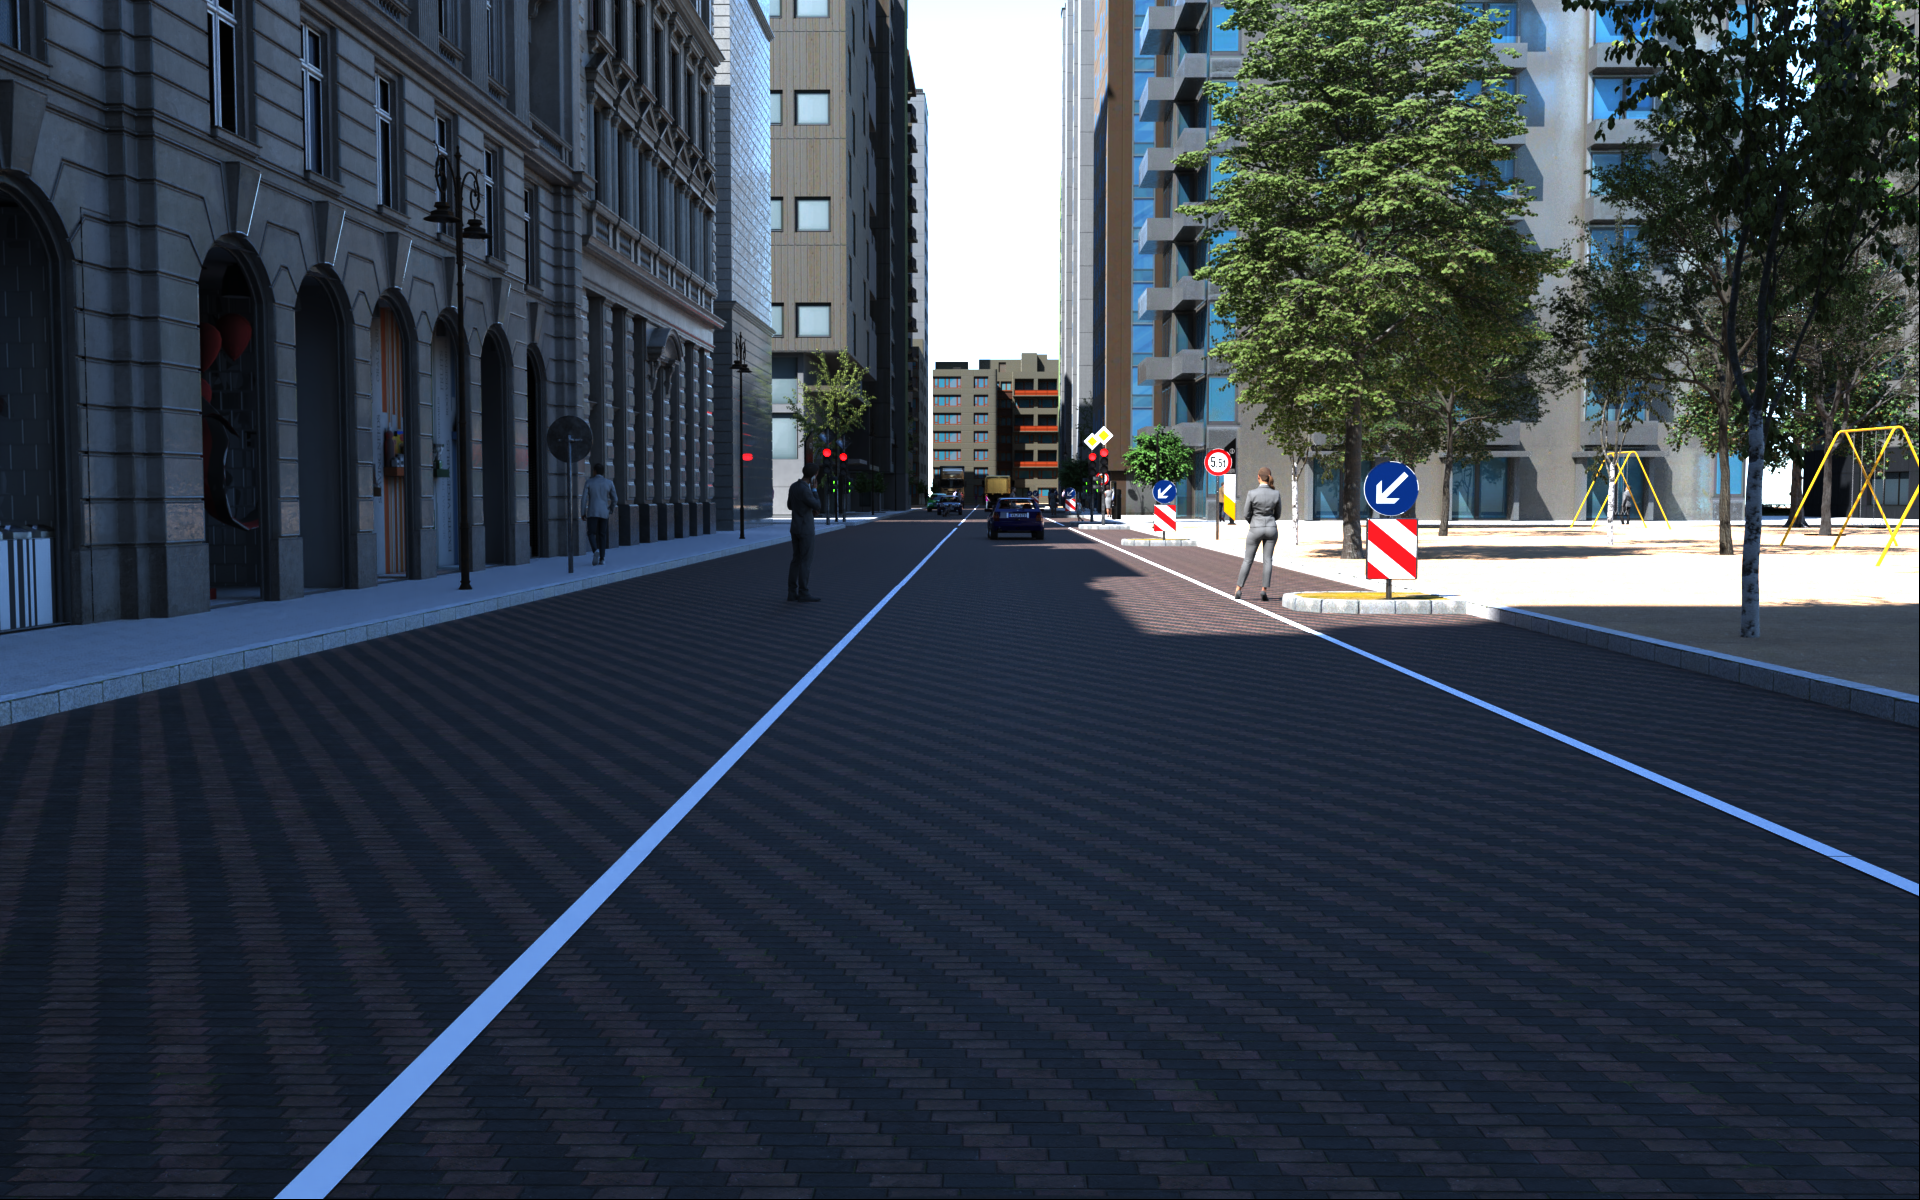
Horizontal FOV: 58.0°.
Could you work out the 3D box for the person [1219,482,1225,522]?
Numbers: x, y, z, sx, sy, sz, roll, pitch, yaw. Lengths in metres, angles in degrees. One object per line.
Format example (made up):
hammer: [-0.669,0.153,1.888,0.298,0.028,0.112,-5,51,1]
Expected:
person: [12.095,-4.508,79.653,0.656,1.842,0.836,0,4,8]

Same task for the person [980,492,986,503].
person: [3.145,-13.275,226.074,1.217,1.766,0.721,-1,4,-8]

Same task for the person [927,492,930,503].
person: [-4.383,-13.819,232.000,0.705,1.821,1.348,-3,4,-39]

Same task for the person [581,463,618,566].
person: [-6.512,-1.554,31.301,0.661,1.843,0.795,-1,4,-22]

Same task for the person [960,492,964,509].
person: [0.115,-9.623,167.313,0.593,1.643,0.415,-3,5,-40]

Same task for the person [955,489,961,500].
person: [-0.179,-7.875,137.127,0.514,1.842,0.818,0,4,4]

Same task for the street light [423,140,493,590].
street light: [-6.656,-3.079,23.134,0.468,5.910,1.993,0,4,1]

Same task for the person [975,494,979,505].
person: [1.996,-12.579,217.393,0.991,1.433,0.599,-1,4,-16]

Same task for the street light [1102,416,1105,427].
street light: [8.464,-7.920,102.273,0.468,5.910,1.993,0,4,1]

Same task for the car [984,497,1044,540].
car: [1.773,-2.646,55.835,1.945,1.354,3.894,0,4,-1]

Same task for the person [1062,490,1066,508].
person: [9.916,-9.621,164.289,0.436,1.711,0.756,0,4,-7]

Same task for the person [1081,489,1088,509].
person: [10.400,-8.439,144.512,0.782,1.767,0.515,-3,5,-45]

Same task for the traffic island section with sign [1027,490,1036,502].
traffic island section with sign: [7.844,-10.618,182.231,1.989,1.847,2.006,0,4,1]

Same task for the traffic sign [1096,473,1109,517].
traffic sign: [8.089,-6.017,98.479,0.768,2.556,0.104,1,4,9]

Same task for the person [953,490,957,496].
person: [-0.311,-9.402,162.092,0.709,1.838,0.599,2,4,32]

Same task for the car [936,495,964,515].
car: [-0.705,-6.558,119.801,1.945,1.354,3.894,0,4,0]

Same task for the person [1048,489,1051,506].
person: [9.611,-10.948,185.144,0.705,1.812,1.348,0,4,-6]

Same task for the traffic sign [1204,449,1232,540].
traffic sign: [7.223,-2.961,48.525,0.768,2.556,0.104,0,4,6]

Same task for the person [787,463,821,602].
person: [-2.062,-0.912,23.214,0.447,1.846,0.655,-2,4,-34]

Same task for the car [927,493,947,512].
car: [-1.721,-8.088,141.040,1.959,1.807,4.718,0,4,2]

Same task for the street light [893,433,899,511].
street light: [-4.889,-9.706,131.473,0.468,5.910,1.993,0,4,1]

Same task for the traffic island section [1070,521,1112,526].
traffic island section: [6.083,-3.506,79.607,2.009,0.180,2.903,0,4,1]

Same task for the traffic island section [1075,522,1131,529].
traffic island section: [5.947,-3.018,71.623,2.009,0.180,2.903,0,4,1]

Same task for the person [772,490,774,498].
person: [-9.516,-4.920,86.502,0.555,1.821,0.388,3,5,40]

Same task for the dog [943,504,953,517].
dog: [-0.885,-5.647,109.164,0.513,0.831,0.800,-3,4,-37]

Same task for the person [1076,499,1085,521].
person: [5.767,-4.286,83.591,0.382,1.210,0.505,2,4,28]

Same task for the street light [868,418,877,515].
street light: [-5.322,-8.129,105.698,0.468,5.910,1.993,0,4,1]

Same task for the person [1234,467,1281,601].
person: [4.001,-0.887,23.270,0.520,1.790,0.573,-1,4,-19]

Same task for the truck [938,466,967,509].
truck: [-0.804,-11.369,174.788,2.839,4.237,11.283,0,4,0]

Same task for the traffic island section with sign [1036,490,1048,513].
traffic island section with sign: [6.988,-7.535,131.831,1.989,1.847,2.006,0,4,1]

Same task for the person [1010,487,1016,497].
person: [2.631,-4.564,83.457,0.374,1.781,0.599,-1,4,-21]

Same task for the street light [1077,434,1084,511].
street light: [8.944,-9.496,128.048,0.468,5.910,1.993,0,4,1]

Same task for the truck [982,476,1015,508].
truck: [3.939,-11.256,179.959,3.469,3.379,9.791,0,4,2]

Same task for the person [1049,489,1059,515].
person: [6.275,-6.454,114.376,0.716,1.782,0.532,2,4,32]

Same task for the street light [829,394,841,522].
street light: [-5.717,-6.553,79.922,0.468,5.910,1.993,0,4,1]

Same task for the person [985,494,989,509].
person: [2.599,-9.275,163.374,0.599,1.433,0.991,-1,4,-17]

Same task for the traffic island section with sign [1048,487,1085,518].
traffic island section with sign: [6.528,-5.887,104.880,1.989,1.847,2.006,0,4,1]

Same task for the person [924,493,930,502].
person: [-3.773,-11.523,197.680,0.697,1.427,0.421,-1,4,-18]

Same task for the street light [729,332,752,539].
street light: [-6.249,-4.693,49.510,0.468,5.910,1.993,0,4,1]

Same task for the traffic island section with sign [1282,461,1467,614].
traffic island section with sign: [5.108,-0.798,21.668,1.989,1.847,2.006,0,4,1]

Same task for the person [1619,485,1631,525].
person: [28.705,-4.039,74.721,0.592,1.802,0.473,-1,4,-17]

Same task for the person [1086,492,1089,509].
person: [11.230,-8.866,151.351,0.716,1.782,0.532,-1,4,-11]

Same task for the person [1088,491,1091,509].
person: [10.885,-8.398,143.622,0.520,1.790,0.573,2,4,30]

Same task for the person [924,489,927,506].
person: [-3.869,-11.520,194.413,0.705,1.821,1.348,0,4,0]

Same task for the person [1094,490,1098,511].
person: [10.235,-7.535,129.594,0.721,1.781,0.623,-2,4,-30]

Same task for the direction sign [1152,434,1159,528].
direction sign: [7.427,-4.477,65.190,0.379,3.537,0.876,1,4,10]

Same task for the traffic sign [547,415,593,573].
traffic sign: [-6.328,-1.711,28.085,0.768,2.556,0.104,0,4,5]

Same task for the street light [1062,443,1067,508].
street light: [9.358,-11.098,154.243,0.468,5.910,1.993,0,4,1]

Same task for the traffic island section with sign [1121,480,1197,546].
traffic island section with sign: [5.558,-2.446,48.619,1.989,1.847,2.006,0,4,1]

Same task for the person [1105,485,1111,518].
person: [8.108,-5.374,94.270,0.716,1.782,0.532,-1,4,-23]
